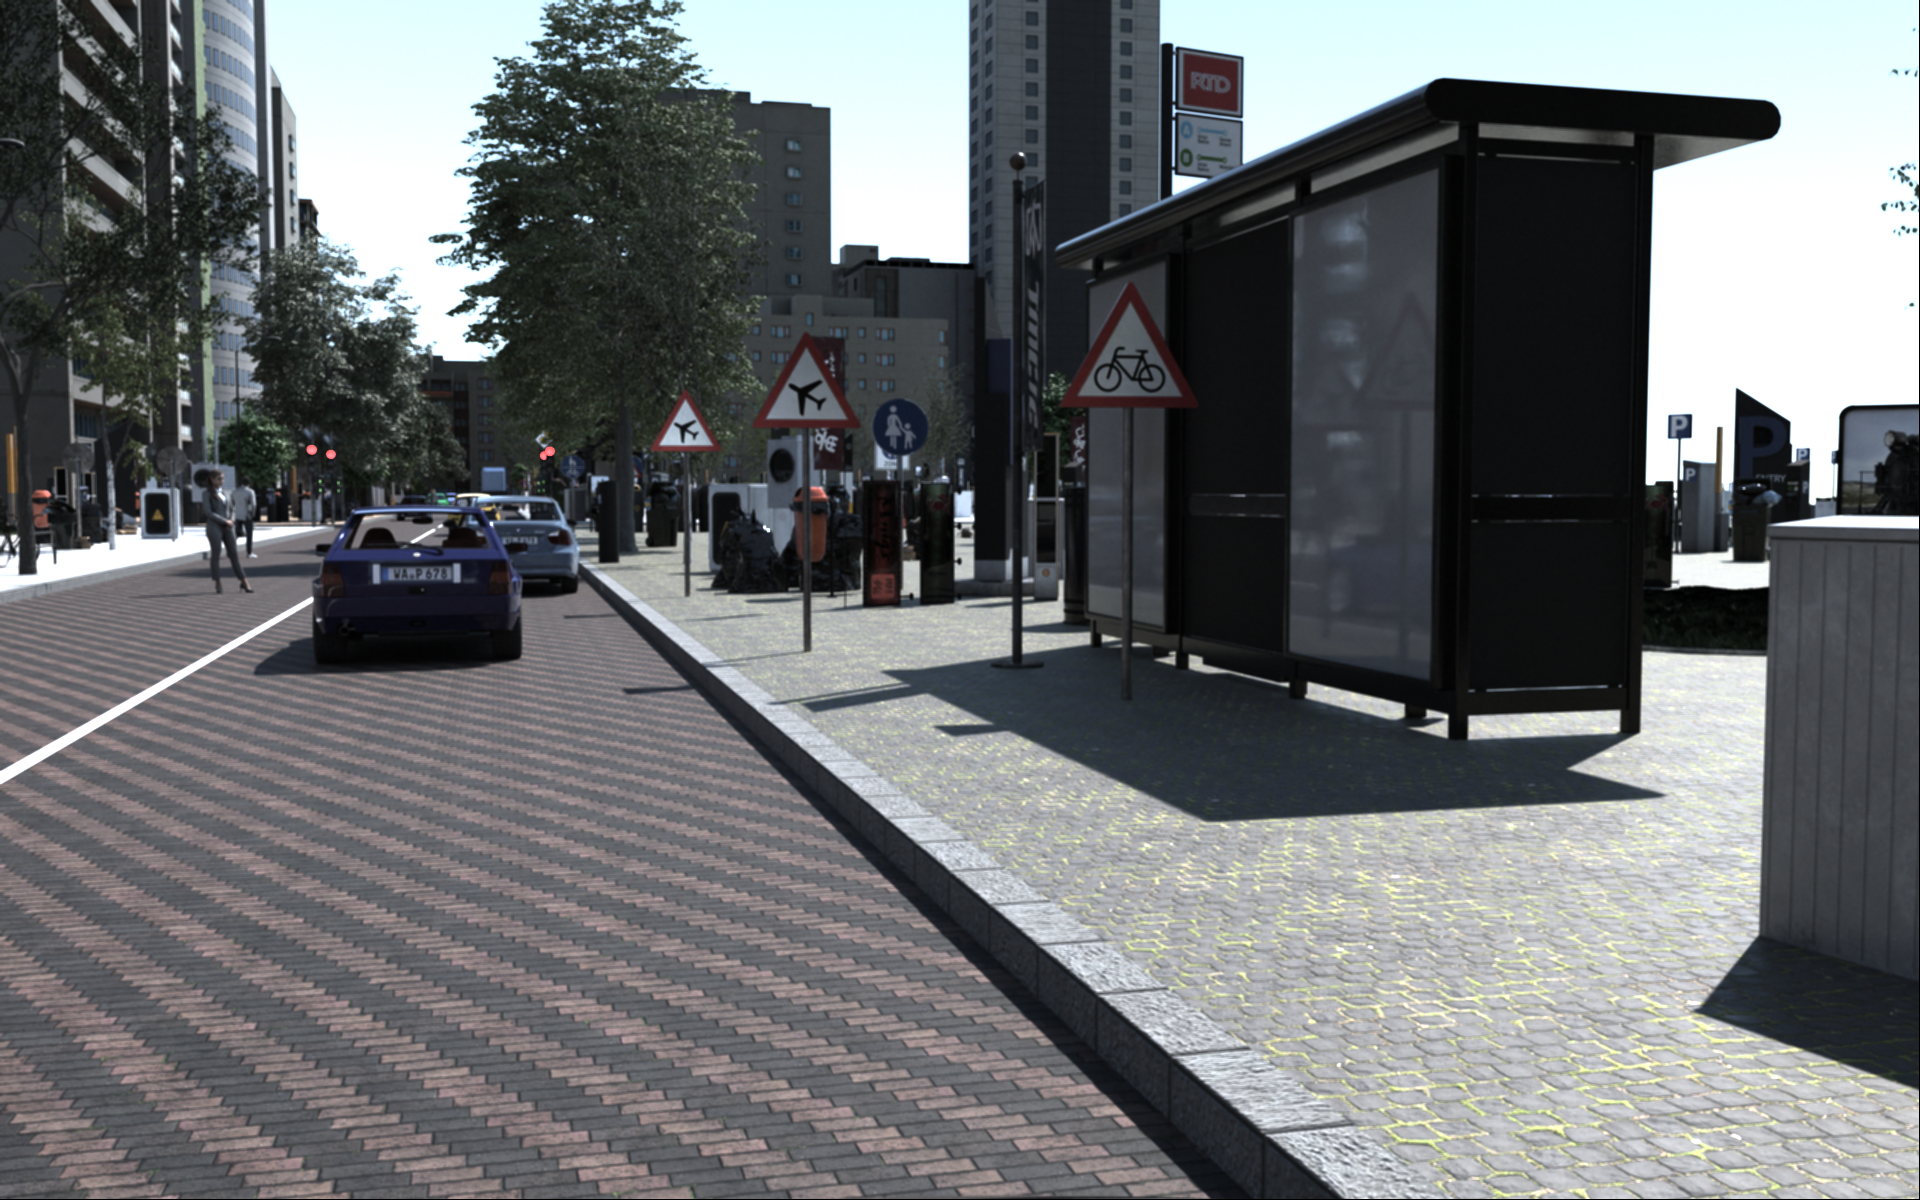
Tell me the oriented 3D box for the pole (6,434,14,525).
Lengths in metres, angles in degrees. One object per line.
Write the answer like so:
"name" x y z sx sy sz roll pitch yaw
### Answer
"pole" -32.215 -3.973 58.795 0.158 3.312 0.155 0 3 0

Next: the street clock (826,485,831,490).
"street clock" -10.892 -8.530 144.031 0.471 2.002 0.358 2 4 25

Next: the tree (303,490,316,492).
"tree" -46.124 -7.832 122.652 1.663 3.219 1.824 0 3 0

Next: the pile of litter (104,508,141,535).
"pile of litter" -26.464 -2.482 54.549 1.719 0.858 1.176 -2 4 -29

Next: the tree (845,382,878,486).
"tree" -6.423 -9.951 113.060 4.360 8.622 3.978 0 3 0

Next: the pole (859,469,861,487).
"pole" -8.224 -9.068 142.099 0.158 3.312 0.155 0 3 0

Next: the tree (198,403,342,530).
"tree" -25.218 -4.772 61.728 4.285 4.588 4.351 0 3 0

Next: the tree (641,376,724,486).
"tree" -15.181 -8.699 92.597 4.737 8.622 4.395 0 3 0

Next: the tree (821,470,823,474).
"tree" -11.168 -11.268 134.597 4.737 8.622 4.395 0 3 0

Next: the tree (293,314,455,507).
"tree" -37.973 -11.848 110.725 9.611 12.733 9.660 0 3 0

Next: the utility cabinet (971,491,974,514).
"utility cabinet" 0.363 -6.298 111.650 1.173 1.500 0.318 0 4 0

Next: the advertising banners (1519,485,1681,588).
"advertising banners" 8.875 -1.702 24.011 2.074 3.025 0.090 2 4 24

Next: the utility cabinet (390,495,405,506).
"utility cabinet" -41.686 -7.173 128.432 1.020 1.237 0.306 -1 4 -19

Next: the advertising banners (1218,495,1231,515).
"advertising banners" 9.020 -4.136 63.818 2.074 3.025 0.090 0 4 2

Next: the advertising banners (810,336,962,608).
"advertising banners" -0.867 -1.440 19.728 2.074 3.025 0.090 -2 4 -33

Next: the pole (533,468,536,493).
"pole" -33.130 -8.633 135.000 0.158 3.312 0.155 0 3 0

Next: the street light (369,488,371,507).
"street light" -34.711 -8.006 103.446 1.470 5.913 1.316 -1 4 -15

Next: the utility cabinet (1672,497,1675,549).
"utility cabinet" 16.678 -1.839 41.237 0.306 1.237 1.020 0 4 3

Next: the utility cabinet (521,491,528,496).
"utility cabinet" -36.128 -8.283 144.111 0.318 1.500 1.173 0 4 8

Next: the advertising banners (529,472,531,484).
"advertising banners" -33.385 -8.557 136.094 0.090 3.025 2.074 2 4 24

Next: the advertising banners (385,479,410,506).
"advertising banners" -46.867 -9.073 144.528 2.074 3.025 0.090 -1 4 -19

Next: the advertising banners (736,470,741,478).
"advertising banners" -16.734 -8.023 127.365 0.090 3.025 2.074 -3 5 -44

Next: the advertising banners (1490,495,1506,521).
"advertising banners" 9.620 -2.154 31.403 2.074 3.025 0.090 1 4 10

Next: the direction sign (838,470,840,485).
"direction sign" -6.672 -6.364 96.047 0.379 3.537 0.876 1 4 9

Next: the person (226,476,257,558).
"person" -16.084 -1.862 38.794 0.661 1.843 0.795 1 4 11

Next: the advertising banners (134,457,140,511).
"advertising banners" -37.043 -5.080 79.249 2.074 3.025 0.090 0 4 -1

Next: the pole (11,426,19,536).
"pole" -28.052 -3.537 51.674 0.158 3.312 0.155 0 3 0

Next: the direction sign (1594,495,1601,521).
"direction sign" 6.947 -1.641 18.829 0.876 3.537 0.379 3 4 37

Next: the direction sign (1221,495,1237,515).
"direction sign" 3.257 -1.795 21.344 0.379 3.537 0.876 -1 4 -14

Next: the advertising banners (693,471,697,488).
"advertising banners" -20.795 -8.393 133.407 0.090 3.025 2.074 2 4 24

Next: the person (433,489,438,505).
"person" -39.680 -7.443 130.381 0.709 1.800 0.728 1 4 9

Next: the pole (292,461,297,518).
"pole" -36.299 -6.151 94.414 0.158 3.312 0.155 0 3 0

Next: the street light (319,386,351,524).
"street light" -26.838 -6.232 74.439 1.470 5.913 1.316 -1 4 -15

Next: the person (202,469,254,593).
"person" -10.594 -0.994 25.034 0.573 1.790 0.520 1 4 9

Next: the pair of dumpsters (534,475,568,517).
"pair of dumpsters" -20.626 -5.194 87.415 1.574 2.255 4.437 -1 4 -15

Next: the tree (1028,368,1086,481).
"tree" 2.624 -3.765 45.272 4.285 4.588 4.351 0 3 0

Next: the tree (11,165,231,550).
"tree" -19.147 -5.446 39.410 4.737 8.622 4.395 0 3 0

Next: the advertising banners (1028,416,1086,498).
"advertising banners" 2.013 -2.623 39.078 2.074 3.025 0.090 2 4 28

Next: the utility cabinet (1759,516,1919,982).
"utility cabinet" 2.636 0.402 4.587 0.306 1.237 1.020 -2 4 -23

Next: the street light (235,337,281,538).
"street light" -20.745 -4.811 51.195 1.470 5.913 1.316 -1 4 -15

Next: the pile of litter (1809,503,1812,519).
"pile of litter" 39.745 -4.074 80.581 1.176 0.858 1.719 0 4 -6

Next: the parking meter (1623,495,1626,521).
"parking meter" 15.891 -2.006 41.211 0.372 1.533 0.369 0 3 0

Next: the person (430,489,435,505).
"person" -39.203 -7.336 128.538 0.767 1.812 0.694 -2 4 -28

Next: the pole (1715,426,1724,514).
"pole" 22.825 -3.563 52.100 0.158 3.312 0.155 0 3 0

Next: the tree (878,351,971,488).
"tree" -1.447 -8.509 89.486 4.360 8.622 3.978 0 3 0

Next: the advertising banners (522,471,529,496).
"advertising banners" -33.454 -8.362 132.906 0.090 3.025 2.074 -1 4 -9

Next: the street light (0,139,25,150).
"street light" -12.931 -3.067 22.683 1.470 5.913 1.316 -1 4 -15

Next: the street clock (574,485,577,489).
"street clock" -31.511 -8.398 141.870 0.358 2.002 0.471 -2 4 -35

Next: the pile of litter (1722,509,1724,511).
"pile of litter" 27.639 -3.039 63.650 1.176 0.858 1.719 -2 4 -27

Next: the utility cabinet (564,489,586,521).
"utility cabinet" -17.948 -4.411 80.792 0.318 1.500 1.173 2 4 27

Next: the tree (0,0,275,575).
"tree" -14.860 -5.706 27.706 8.767 10.594 7.601 0 4 2

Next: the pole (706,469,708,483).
"pole" -20.809 -9.091 142.485 0.158 3.312 0.155 0 3 0

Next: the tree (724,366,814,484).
"tree" -11.063 -9.178 100.418 4.737 8.622 4.395 0 3 0

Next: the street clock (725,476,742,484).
"street clock" -8.850 -3.898 68.297 0.358 2.002 0.471 3 4 36

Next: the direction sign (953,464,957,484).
"direction sign" -0.143 -8.419 129.649 0.876 3.537 0.379 1 4 22

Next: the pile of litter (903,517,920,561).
"pile of litter" -1.059 -1.223 33.955 1.176 0.858 1.719 -1 4 -10

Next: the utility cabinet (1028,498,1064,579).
"utility cabinet" 1.255 -0.932 26.405 1.020 1.237 0.306 3 5 43

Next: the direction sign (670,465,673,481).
"direction sign" -22.214 -8.751 135.081 0.379 3.537 0.876 3 5 44
